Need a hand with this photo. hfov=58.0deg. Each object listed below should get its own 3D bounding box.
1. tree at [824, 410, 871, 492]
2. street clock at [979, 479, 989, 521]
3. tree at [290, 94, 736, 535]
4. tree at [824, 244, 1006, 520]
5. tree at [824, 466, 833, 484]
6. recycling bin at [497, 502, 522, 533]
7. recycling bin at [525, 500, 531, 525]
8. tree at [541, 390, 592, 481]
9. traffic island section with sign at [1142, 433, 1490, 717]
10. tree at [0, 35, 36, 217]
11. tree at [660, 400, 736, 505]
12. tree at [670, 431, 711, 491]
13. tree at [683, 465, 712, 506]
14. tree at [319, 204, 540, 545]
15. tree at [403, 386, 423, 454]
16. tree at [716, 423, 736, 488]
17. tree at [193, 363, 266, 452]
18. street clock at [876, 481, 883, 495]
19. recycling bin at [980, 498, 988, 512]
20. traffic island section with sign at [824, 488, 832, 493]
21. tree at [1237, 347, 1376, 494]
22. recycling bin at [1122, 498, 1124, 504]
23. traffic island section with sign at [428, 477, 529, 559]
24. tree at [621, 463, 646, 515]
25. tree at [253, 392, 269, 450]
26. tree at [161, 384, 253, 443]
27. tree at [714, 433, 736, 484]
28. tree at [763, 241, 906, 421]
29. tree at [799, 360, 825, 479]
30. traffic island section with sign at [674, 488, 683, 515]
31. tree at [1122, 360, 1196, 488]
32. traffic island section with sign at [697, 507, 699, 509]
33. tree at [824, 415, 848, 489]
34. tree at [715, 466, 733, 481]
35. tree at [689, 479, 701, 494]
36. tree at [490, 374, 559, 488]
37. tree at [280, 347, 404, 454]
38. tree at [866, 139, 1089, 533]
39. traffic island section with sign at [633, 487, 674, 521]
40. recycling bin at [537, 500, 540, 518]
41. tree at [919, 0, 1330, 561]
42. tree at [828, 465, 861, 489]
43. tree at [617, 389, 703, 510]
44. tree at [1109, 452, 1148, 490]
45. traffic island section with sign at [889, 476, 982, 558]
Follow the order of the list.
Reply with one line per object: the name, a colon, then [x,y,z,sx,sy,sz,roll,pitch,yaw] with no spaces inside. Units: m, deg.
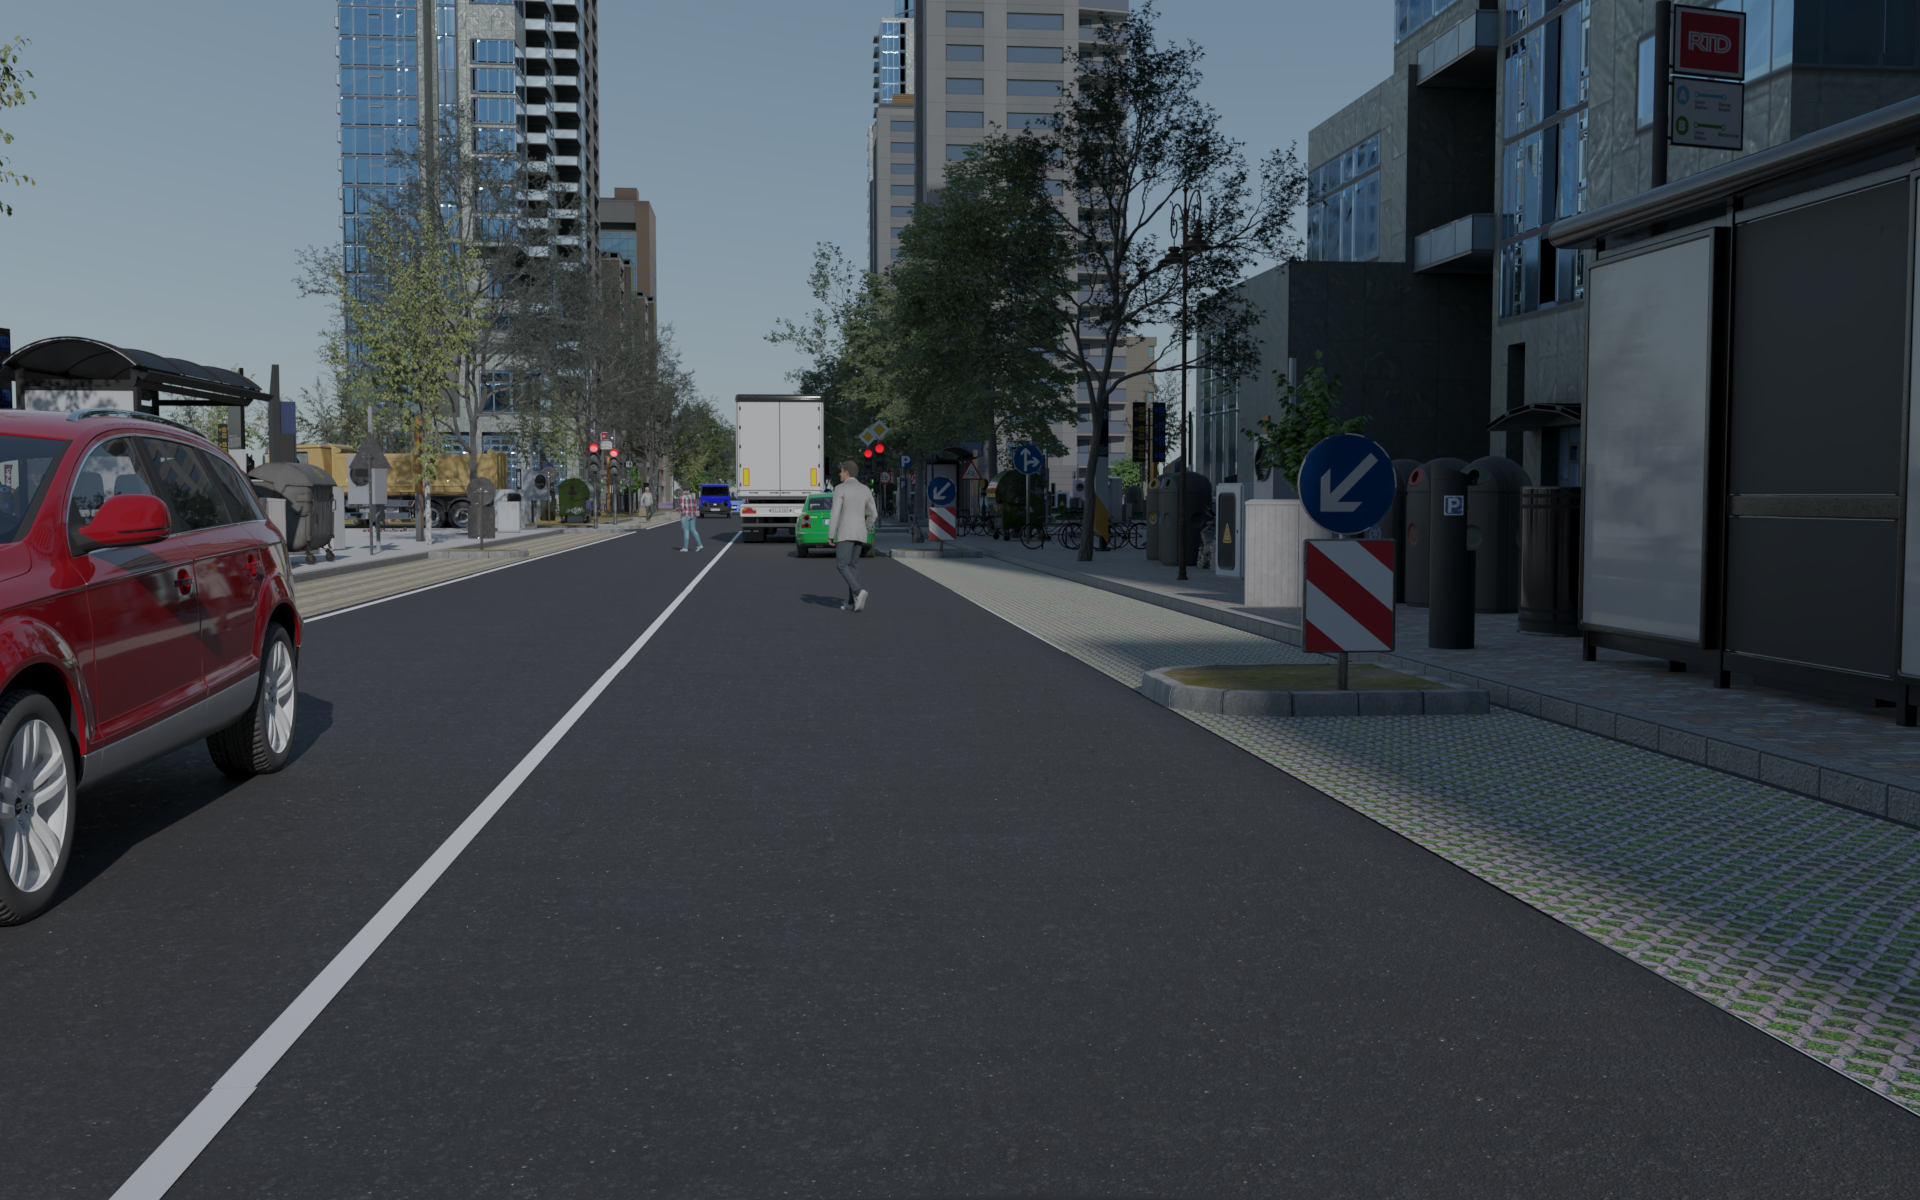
tree: [-8.733,-11.638,140.650,4.737,8.622,4.395,0,3,0]
street clock: [1.121,-4.690,81.257,0.358,2.002,0.471,-3,4,-36]
tree: [-15.433,-8.804,54.314,12.009,13.543,11.850,0,3,0]
tree: [-2.076,-10.981,86.188,9.857,13.997,8.962,0,3,0]
tree: [-24.131,-22.777,290.526,7.486,12.596,7.792,0,3,0]
recycling bin: [-14.960,-2.749,57.496,0.722,1.027,0.722,-1,4,-10]
recycling bin: [-18.374,-3.649,72.222,0.722,1.027,0.722,3,5,39]
tree: [-26.493,-10.123,115.878,4.737,8.622,4.395,0,3,0]
traffic island section with sign: [2.333,-0.208,12.025,1.989,1.847,2.006,0,4,-6]
tree: [-11.317,-4.087,17.182,4.737,8.622,4.395,0,3,0]
tree: [-31.627,-17.815,208.289,9.611,12.733,9.660,0,3,0]
tree: [-28.184,-14.046,180.007,4.737,8.622,4.395,0,3,0]
tree: [-29.325,-12.852,193.840,4.285,4.588,4.351,0,3,0]
tree: [-13.573,-5.680,43.238,4.737,8.622,4.395,0,3,0]
tree: [-30.912,-8.773,93.806,4.360,8.622,3.978,0,3,0]
tree: [-41.240,-24.379,305.258,9.857,13.997,8.962,0,3,0]
tree: [-41.486,-9.025,97.928,4.737,8.622,4.395,0,3,0]
street clock: [-4.455,-5.550,95.319,0.471,2.002,0.358,0,4,-1]
recycling bin: [1.795,-6.591,120.318,0.722,1.027,0.722,1,4,17]
traffic island section with sign: [-9.469,-6.958,122.387,1.989,1.847,2.006,0,4,-6]
tree: [4.735,-1.733,22.935,1.663,3.219,1.824,0,3,0]
recycling bin: [11.359,-6.850,124.556,0.722,1.027,0.722,1,4,17]
traffic island section with sign: [-10.839,-1.867,39.158,1.989,1.847,2.006,0,4,-6]
tree: [-20.499,-6.929,107.898,1.663,3.219,1.824,0,3,0]
tree: [-48.902,-10.649,124.473,4.360,8.622,3.978,0,3,0]
tree: [-45.907,-9.407,104.161,4.360,8.622,3.978,0,3,0]
tree: [-40.700,-22.323,290.727,9.928,11.665,9.643,0,3,0]
tree: [-8.050,-16.828,131.021,12.611,20.169,13.585,0,3,0]
tree: [-9.847,-15.148,154.317,9.857,13.997,8.962,0,3,0]
traffic island section with sign: [-19.589,-6.875,121.026,1.989,1.847,2.006,0,4,-6]
tree: [10.949,-8.839,94.880,4.360,8.622,3.978,0,3,0]
traffic island section with sign: [-24.982,-9.959,171.461,1.989,1.847,2.006,0,4,-6]
tree: [-15.833,-17.147,206.107,9.928,11.665,9.643,0,3,0]
tree: [-37.492,-19.908,259.904,7.601,10.594,8.767,2,4,28]
tree: [-28.676,-11.695,185.809,1.663,3.219,1.824,0,3,0]
tree: [-24.351,-9.023,97.882,4.360,8.622,3.978,0,3,0]
tree: [-30.794,-8.271,85.588,4.360,8.622,3.978,0,3,0]
tree: [0.705,-8.436,56.062,7.486,12.596,7.792,0,3,0]
traffic island section with sign: [-16.707,-5.219,93.965,1.989,1.847,2.006,0,4,-6]
recycling bin: [-23.406,-5.013,94.517,0.722,1.027,0.722,2,4,30]
tree: [2.641,-6.010,32.677,7.601,10.594,8.767,3,5,42]
tree: [-11.278,-11.392,169.978,4.285,4.588,4.351,0,3,0]
tree: [-24.733,-12.748,142.849,7.601,10.594,8.767,-1,4,-9]
tree: [13.101,-9.190,133.973,4.285,4.588,4.351,0,3,0]
traffic island section with sign: [-0.592,-1.880,39.369,1.989,1.847,2.006,0,4,-6]
